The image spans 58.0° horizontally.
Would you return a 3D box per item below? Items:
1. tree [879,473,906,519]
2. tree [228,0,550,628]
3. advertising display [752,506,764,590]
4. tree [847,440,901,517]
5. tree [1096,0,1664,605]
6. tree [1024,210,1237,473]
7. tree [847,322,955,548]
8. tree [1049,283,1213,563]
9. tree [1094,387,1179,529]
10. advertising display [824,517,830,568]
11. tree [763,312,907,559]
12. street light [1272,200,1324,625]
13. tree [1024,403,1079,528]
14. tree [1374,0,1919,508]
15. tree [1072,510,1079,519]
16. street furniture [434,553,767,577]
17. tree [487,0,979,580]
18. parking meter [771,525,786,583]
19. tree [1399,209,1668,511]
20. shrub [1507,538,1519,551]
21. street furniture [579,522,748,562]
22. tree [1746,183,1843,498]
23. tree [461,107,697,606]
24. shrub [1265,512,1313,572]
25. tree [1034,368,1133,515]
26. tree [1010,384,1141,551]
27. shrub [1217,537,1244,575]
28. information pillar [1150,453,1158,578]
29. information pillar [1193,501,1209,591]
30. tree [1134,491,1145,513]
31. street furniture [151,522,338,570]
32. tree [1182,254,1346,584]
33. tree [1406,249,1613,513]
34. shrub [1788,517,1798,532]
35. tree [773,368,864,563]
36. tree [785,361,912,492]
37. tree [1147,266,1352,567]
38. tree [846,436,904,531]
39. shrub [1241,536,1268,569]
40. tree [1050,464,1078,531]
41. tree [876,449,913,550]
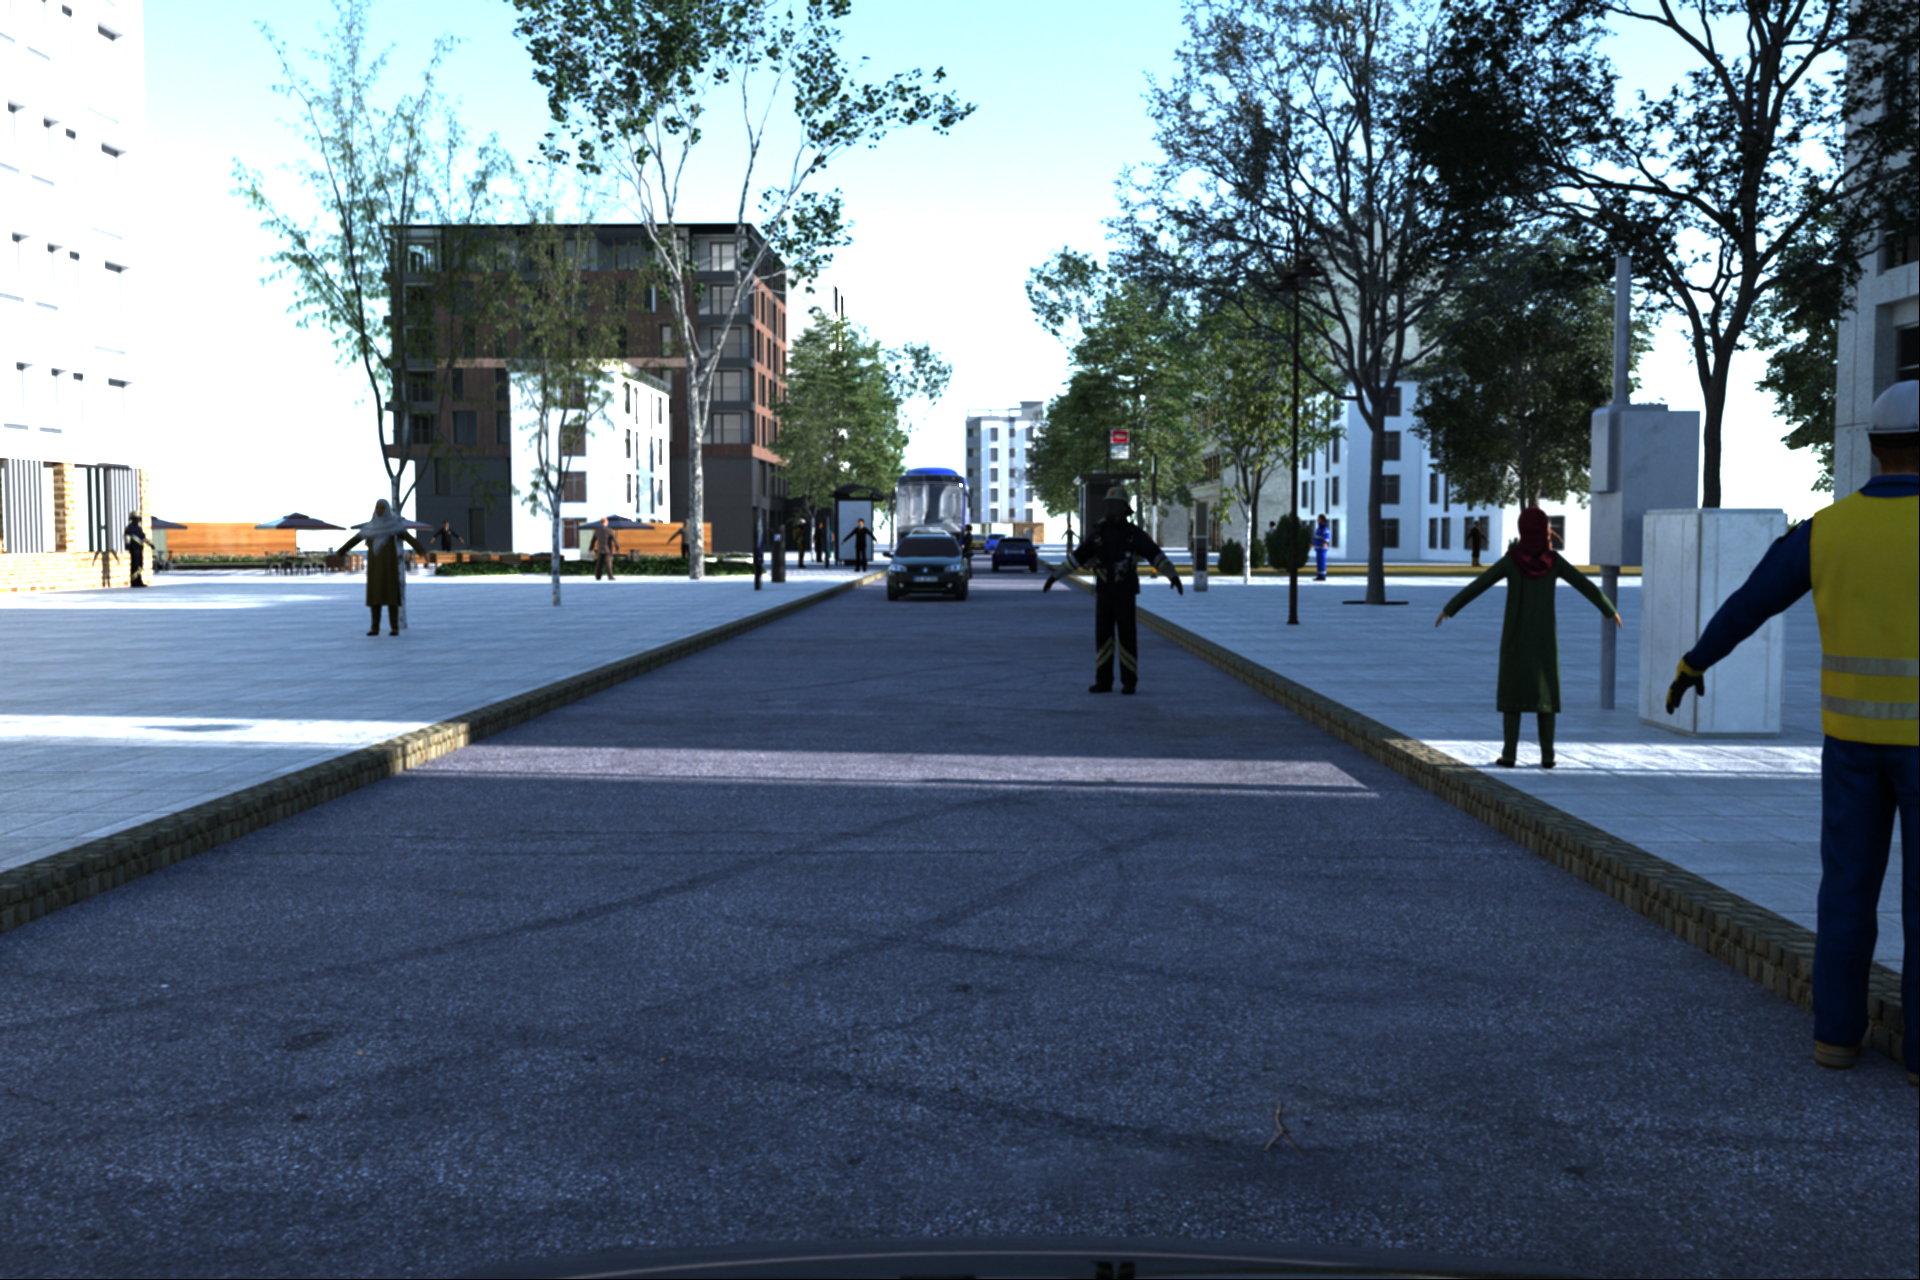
[{"bbox_3d":[-7.919,-18.962,244.448,7.601,10.594,8.767,0,4,3],"label":"tree"},{"bbox_3d":[-7.713,-4.482,23.643,4.360,8.622,3.978,0,3,0],"label":"tree"},{"bbox_3d":[-4.647,-2.120,39.876,0.123,1.923,0.974,0,4,1],"label":"advertising display"},{"bbox_3d":[-6.009,-10.162,116.510,4.737,8.622,4.395,0,3,0],"label":"tree"},{"bbox_3d":[7.589,-7.407,31.469,12.009,13.543,11.850,0,3,0],"label":"tree"},{"bbox_3d":[10.516,-14.970,100.651,12.611,20.169,13.585,0,3,0],"label":"tree"},{"bbox_3d":[-7.292,-18.335,155.669,12.611,20.169,13.585,0,3,0],"label":"tree"},{"bbox_3d":[7.729,-9.771,77.888,7.486,12.596,7.792,0,3,0],"label":"tree"},{"bbox_3d":[8.469,-8.392,87.569,4.360,8.622,3.978,0,3,0],"label":"tree"},{"bbox_3d":[-4.985,-3.653,64.944,0.123,1.923,0.974,0,4,2],"label":"advertising display"},{"bbox_3d":[-6.661,-10.458,89.120,7.486,12.596,7.792,0,3,0],"label":"tree"},{"bbox_3d":[4.736,-3.160,24.451,0.468,5.910,1.993,0,4,1],"label":"street light"},{"bbox_3d":[8.925,-14.045,147.767,7.486,12.596,7.792,0,3,0],"label":"tree"},{"bbox_3d":[7.616,-5.106,17.898,7.601,10.594,8.767,-2,4,-30],"label":"tree"},{"bbox_3d":[19.394,-19.182,248.039,7.601,10.594,8.767,0,4,7],"label":"tree"},{"bbox_3d":[-11.005,-2.368,54.339,10.072,0.657,5.734,0,4,0],"label":"street furniture"},{"bbox_3d":[-6.375,-11.715,47.437,12.611,20.169,13.585,0,3,0],"label":"tree"},{"bbox_3d":[-4.812,-2.290,45.859,0.372,1.533,0.369,0,3,0],"label":"parking meter"},{"bbox_3d":[22.478,-9.863,67.911,9.857,13.997,8.962,0,3,0],"label":"tree"},{"bbox_3d":[21.266,-3.366,66.155,1.383,1.207,1.383,0,3,0],"label":"shrub"},{"bbox_3d":[-11.358,-3.737,67.957,11.010,1.723,9.812,-2,4,-28],"label":"street furniture"},{"bbox_3d":[28.876,-8.935,52.738,9.857,13.997,8.962,0,3,0],"label":"tree"},{"bbox_3d":[-7.421,-4.914,30.707,4.360,8.622,3.978,0,3,0],"label":"tree"},{"bbox_3d":[11.102,-3.332,58.512,1.661,2.075,1.752,0,3,0],"label":"shrub"},{"bbox_3d":[8.611,-12.202,117.633,7.486,12.596,7.792,0,3,0],"label":"tree"},{"bbox_3d":[9.386,-13.644,133.449,12.009,13.543,11.850,0,3,0],"label":"tree"},{"bbox_3d":[8.483,-2.632,54.145,1.383,1.207,1.383,0,3,0],"label":"shrub"},{"bbox_3d":[5.629,-3.602,50.247,0.183,3.616,0.504,0,4,1],"label":"information pillar"},{"bbox_3d":[5.386,-2.097,38.780,0.304,2.012,0.304,0,4,1],"label":"information pillar"},{"bbox_3d":[29.344,-20.514,245.769,12.009,13.543,11.850,0,3,0],"label":"tree"},{"bbox_3d":[-26.637,-3.557,65.011,11.010,1.723,9.812,-3,5,-44],"label":"street furniture"},{"bbox_3d":[7.593,-5.774,44.762,4.737,8.622,4.395,0,3,0],"label":"tree"},{"bbox_3d":[17.966,-7.423,55.785,7.601,10.594,8.767,1,4,9],"label":"tree"},{"bbox_3d":[30.195,-3.648,63.689,1.661,2.075,1.752,0,3,0],"label":"shrub"},{"bbox_3d":[-6.734,-7.768,77.374,4.360,8.622,3.978,0,3,0],"label":"tree"},{"bbox_3d":[-6.664,-10.988,105.409,9.928,11.665,9.643,0,3,0],"label":"tree"},{"bbox_3d":[11.336,-8.654,67.249,9.928,11.665,9.643,0,3,0],"label":"tree"},{"bbox_3d":[-6.253,-10.636,124.259,4.737,8.622,4.395,0,3,0],"label":"tree"},{"bbox_3d":[10.857,-3.217,63.719,1.383,1.207,1.383,0,3,0],"label":"shrub"},{"bbox_3d":[9.731,-12.548,155.529,4.360,8.622,3.978,0,3,0],"label":"tree"},{"bbox_3d":[-5.519,-11.617,140.299,4.737,8.622,4.395,0,3,0],"label":"tree"}]
